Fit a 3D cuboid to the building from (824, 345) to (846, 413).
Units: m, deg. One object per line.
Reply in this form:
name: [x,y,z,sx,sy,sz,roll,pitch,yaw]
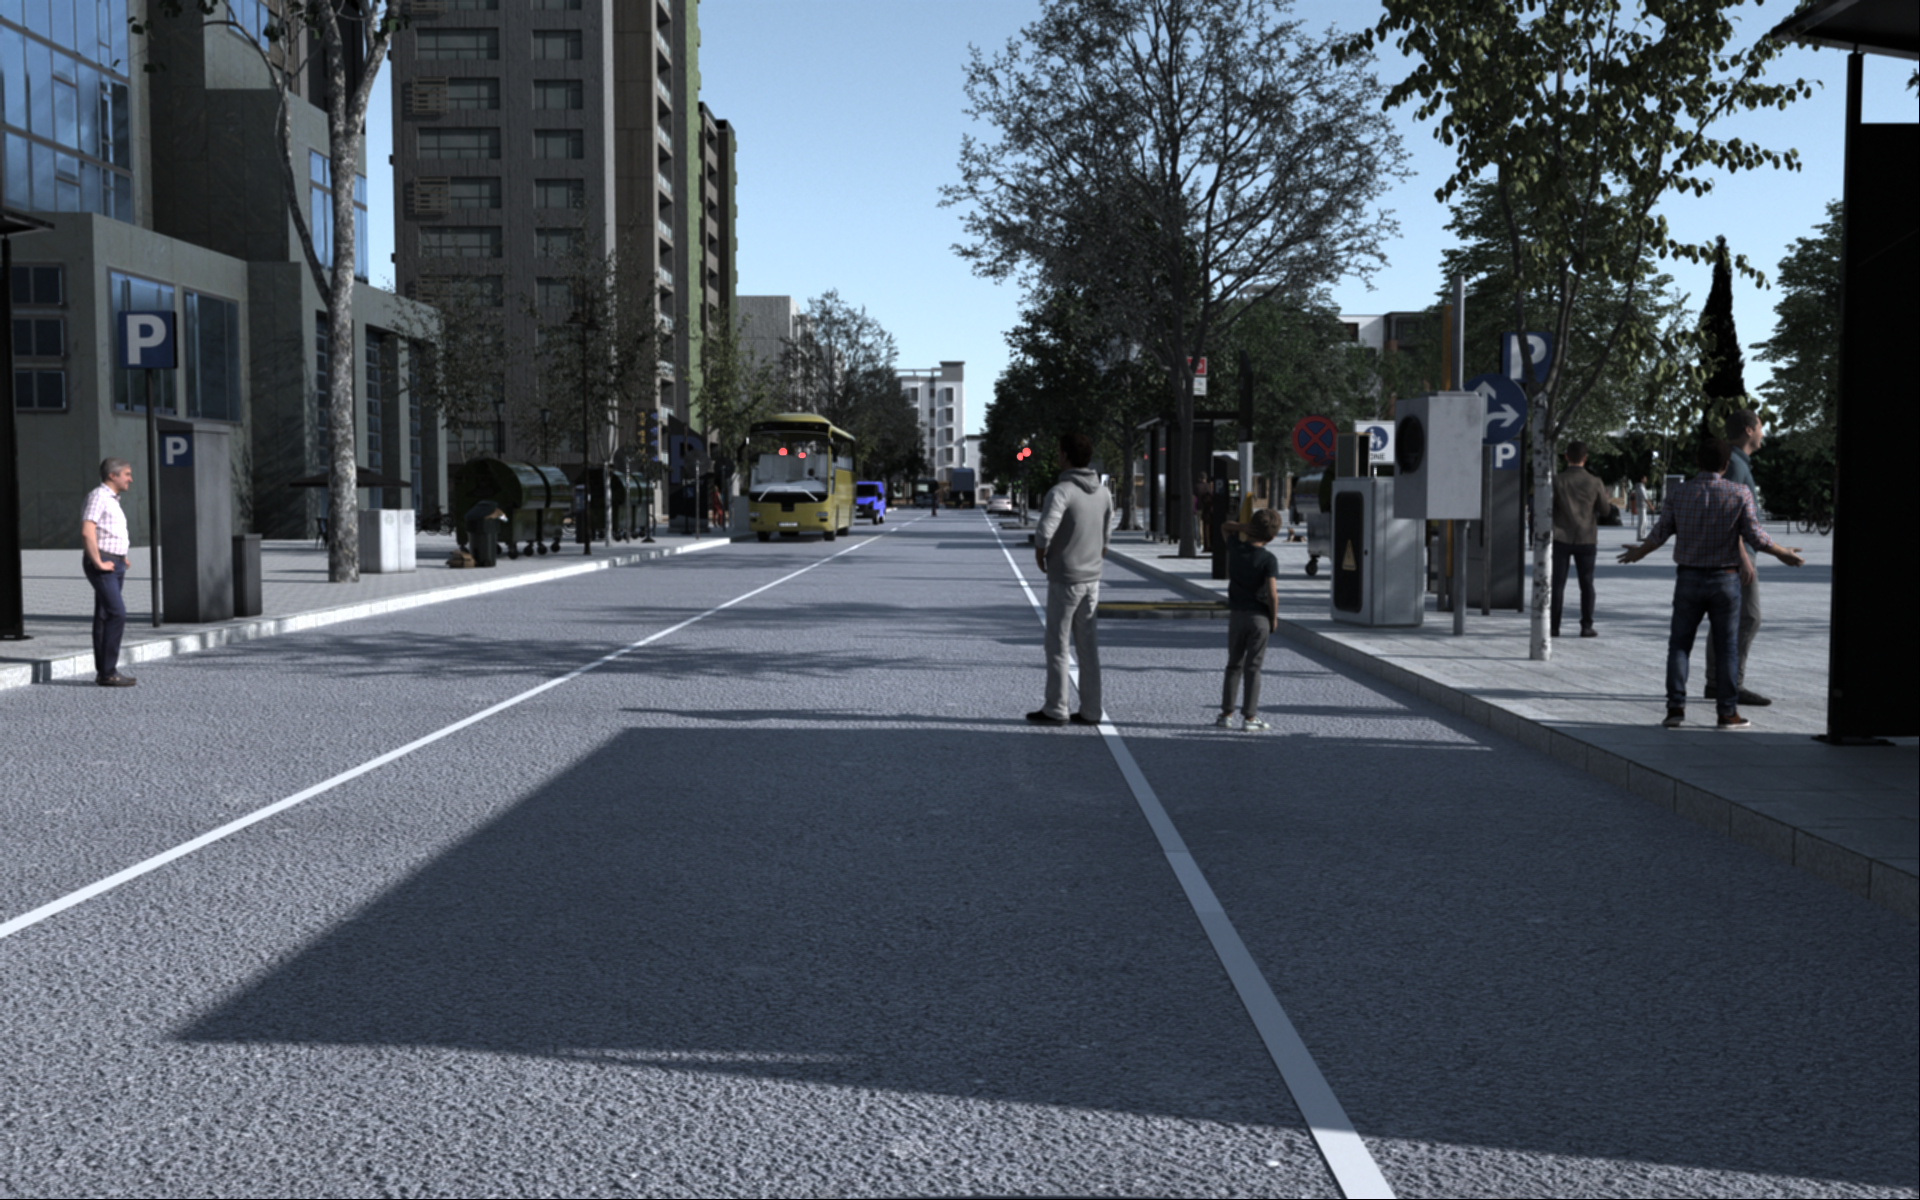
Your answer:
building: [-30.479,-21.268,214.186,31.486,18.905,16.747,0,4,0]

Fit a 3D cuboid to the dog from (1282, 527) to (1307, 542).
dog: [8.991,-1.737,46.141,0.748,0.427,0.550,1,4,21]

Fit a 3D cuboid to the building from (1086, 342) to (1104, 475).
building: [21.230,-19.384,173.343,16.016,20.091,11.380,0,4,0]

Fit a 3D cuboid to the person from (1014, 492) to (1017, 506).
person: [6.197,-11.422,192.778,0.705,1.826,1.348,0,4,-5]

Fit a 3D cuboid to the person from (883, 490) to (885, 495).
person: [-8.831,-11.768,198.387,0.705,1.831,1.348,-2,4,-34]

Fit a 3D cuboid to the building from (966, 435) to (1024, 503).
building: [14.858,-18.824,249.911,28.070,9.664,9.099,0,4,0]

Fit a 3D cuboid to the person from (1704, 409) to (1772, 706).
person: [4.820,-0.277,10.703,0.434,1.807,0.598,2,4,30]

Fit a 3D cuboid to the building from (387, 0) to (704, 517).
building: [-22.431,-25.231,96.128,14.154,41.232,14.086,0,4,0]

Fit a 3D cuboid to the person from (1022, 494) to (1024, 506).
person: [6.702,-11.086,187.436,0.705,1.807,1.348,-1,4,-12]

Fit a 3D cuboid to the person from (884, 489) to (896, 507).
person: [-6.926,-10.044,170.265,1.348,1.823,0.705,-1,4,-17]

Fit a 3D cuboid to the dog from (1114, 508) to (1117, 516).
dog: [8.815,-5.115,100.464,0.540,0.507,0.406,-2,4,-25]

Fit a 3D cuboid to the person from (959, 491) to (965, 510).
person: [0.191,-9.107,158.193,0.721,1.735,1.217,1,4,16]

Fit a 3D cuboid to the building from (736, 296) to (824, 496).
building: [-23.358,-18.582,170.271,16.747,18.905,31.486,0,4,0]

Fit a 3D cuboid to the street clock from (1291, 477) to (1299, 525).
street clock: [13.921,-4.095,71.519,0.471,2.002,0.358,0,4,5]

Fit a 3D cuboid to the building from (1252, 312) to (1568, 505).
building: [51.859,-22.272,208.125,32.646,21.610,27.936,0,4,0]

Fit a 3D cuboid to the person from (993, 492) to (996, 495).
person: [3.885,-11.693,200.409,0.721,1.736,1.217,-3,5,-42]

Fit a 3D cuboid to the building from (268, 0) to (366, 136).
building: [-40.916,-19.634,92.715,14.107,30.474,14.160,0,4,0]

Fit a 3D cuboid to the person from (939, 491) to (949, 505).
person: [-1.973,-12.866,218.857,1.348,1.824,0.705,0,4,6]

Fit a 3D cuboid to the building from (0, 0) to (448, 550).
building: [-33.719,-44.957,47.717,31.000,86.520,22.319,0,4,0]

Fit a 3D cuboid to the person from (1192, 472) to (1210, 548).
person: [5.812,-2.142,41.189,0.598,1.807,0.434,1,4,16]

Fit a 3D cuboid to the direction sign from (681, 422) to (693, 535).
direction sign: [-8.640,-3.833,54.669,0.379,3.537,0.876,0,4,-4]

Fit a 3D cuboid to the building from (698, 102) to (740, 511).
building: [-24.348,-21.789,127.946,14.160,30.474,14.107,0,4,0]

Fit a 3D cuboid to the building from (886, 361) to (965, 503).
building: [-4.923,-24.251,252.919,11.380,20.091,16.016,0,4,0]

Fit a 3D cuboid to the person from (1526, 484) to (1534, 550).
person: [13.081,-1.876,39.264,0.480,1.512,0.613,-2,4,-24]

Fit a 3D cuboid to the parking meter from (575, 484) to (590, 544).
parking meter: [-9.784,-2.233,44.921,0.372,1.533,0.369,0,3,0]

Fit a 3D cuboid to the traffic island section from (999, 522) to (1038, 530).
traffic island section: [2.718,-2.964,70.742,2.009,0.180,2.903,0,4,0]

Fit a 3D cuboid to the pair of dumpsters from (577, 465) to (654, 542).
pair of dumpsters: [-9.717,-2.815,48.526,1.574,2.255,4.437,0,4,1]

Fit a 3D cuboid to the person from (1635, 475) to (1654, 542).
person: [18.513,-2.486,46.834,0.789,1.805,0.875,1,4,13]

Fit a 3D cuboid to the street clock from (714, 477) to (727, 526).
street clock: [-9.734,-4.026,70.392,0.471,2.002,0.358,1,4,17]

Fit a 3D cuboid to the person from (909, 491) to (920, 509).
person: [-4.405,-9.690,167.748,1.217,1.723,0.721,2,4,29]

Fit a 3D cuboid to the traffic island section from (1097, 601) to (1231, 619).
traffic island section: [2.341,0.123,20.860,1.991,0.108,1.994,0,4,0]

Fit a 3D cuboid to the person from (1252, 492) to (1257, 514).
person: [18.613,-6.401,111.251,0.990,1.755,0.434,0,4,-5]

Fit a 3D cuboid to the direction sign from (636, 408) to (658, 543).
direction sign: [-8.258,-3.291,45.804,0.379,3.537,0.876,2,4,28]

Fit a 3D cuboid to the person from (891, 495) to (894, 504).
person: [-8.914,-13.090,223.251,0.799,1.438,0.628,1,4,19]

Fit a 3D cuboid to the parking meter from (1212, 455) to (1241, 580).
parking meter: [3.993,-1.239,25.965,0.255,1.863,0.399,-2,4,-31]

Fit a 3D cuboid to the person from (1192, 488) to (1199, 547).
person: [5.682,-2.028,42.431,0.726,1.434,0.776,0,4,-2]

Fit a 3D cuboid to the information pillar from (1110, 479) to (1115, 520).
information pillar: [7.336,-4.898,84.582,0.304,2.012,0.304,3,5,44]

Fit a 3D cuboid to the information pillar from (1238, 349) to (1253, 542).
information pillar: [4.580,-2.231,27.829,0.183,3.616,0.504,-1,4,-8]

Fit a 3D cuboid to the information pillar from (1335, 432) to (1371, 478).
information pillar: [4.708,-0.998,20.804,0.304,2.012,0.304,-3,5,-44]

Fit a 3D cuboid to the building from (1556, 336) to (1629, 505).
building: [73.960,-21.851,213.680,11.380,20.091,16.016,0,4,0]

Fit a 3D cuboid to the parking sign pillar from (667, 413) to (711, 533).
parking sign pillar: [-9.005,-4.214,57.366,1.447,3.967,1.447,-1,4,-11]

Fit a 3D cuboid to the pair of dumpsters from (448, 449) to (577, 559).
pair of dumpsters: [-9.295,-2.044,35.916,1.574,2.255,4.437,0,4,0]

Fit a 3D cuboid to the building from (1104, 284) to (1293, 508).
building: [22.056,-18.603,160.581,16.016,20.091,11.380,0,4,0]

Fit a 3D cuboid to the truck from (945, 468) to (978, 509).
truck: [0.099,-11.204,172.949,2.967,4.110,18.799,0,4,2]

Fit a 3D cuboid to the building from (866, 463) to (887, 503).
building: [-24.669,-18.860,250.500,28.070,9.664,9.099,0,4,0]

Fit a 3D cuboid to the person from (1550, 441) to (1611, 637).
person: [5.573,-0.560,15.724,0.617,1.759,0.750,1,4,23]
